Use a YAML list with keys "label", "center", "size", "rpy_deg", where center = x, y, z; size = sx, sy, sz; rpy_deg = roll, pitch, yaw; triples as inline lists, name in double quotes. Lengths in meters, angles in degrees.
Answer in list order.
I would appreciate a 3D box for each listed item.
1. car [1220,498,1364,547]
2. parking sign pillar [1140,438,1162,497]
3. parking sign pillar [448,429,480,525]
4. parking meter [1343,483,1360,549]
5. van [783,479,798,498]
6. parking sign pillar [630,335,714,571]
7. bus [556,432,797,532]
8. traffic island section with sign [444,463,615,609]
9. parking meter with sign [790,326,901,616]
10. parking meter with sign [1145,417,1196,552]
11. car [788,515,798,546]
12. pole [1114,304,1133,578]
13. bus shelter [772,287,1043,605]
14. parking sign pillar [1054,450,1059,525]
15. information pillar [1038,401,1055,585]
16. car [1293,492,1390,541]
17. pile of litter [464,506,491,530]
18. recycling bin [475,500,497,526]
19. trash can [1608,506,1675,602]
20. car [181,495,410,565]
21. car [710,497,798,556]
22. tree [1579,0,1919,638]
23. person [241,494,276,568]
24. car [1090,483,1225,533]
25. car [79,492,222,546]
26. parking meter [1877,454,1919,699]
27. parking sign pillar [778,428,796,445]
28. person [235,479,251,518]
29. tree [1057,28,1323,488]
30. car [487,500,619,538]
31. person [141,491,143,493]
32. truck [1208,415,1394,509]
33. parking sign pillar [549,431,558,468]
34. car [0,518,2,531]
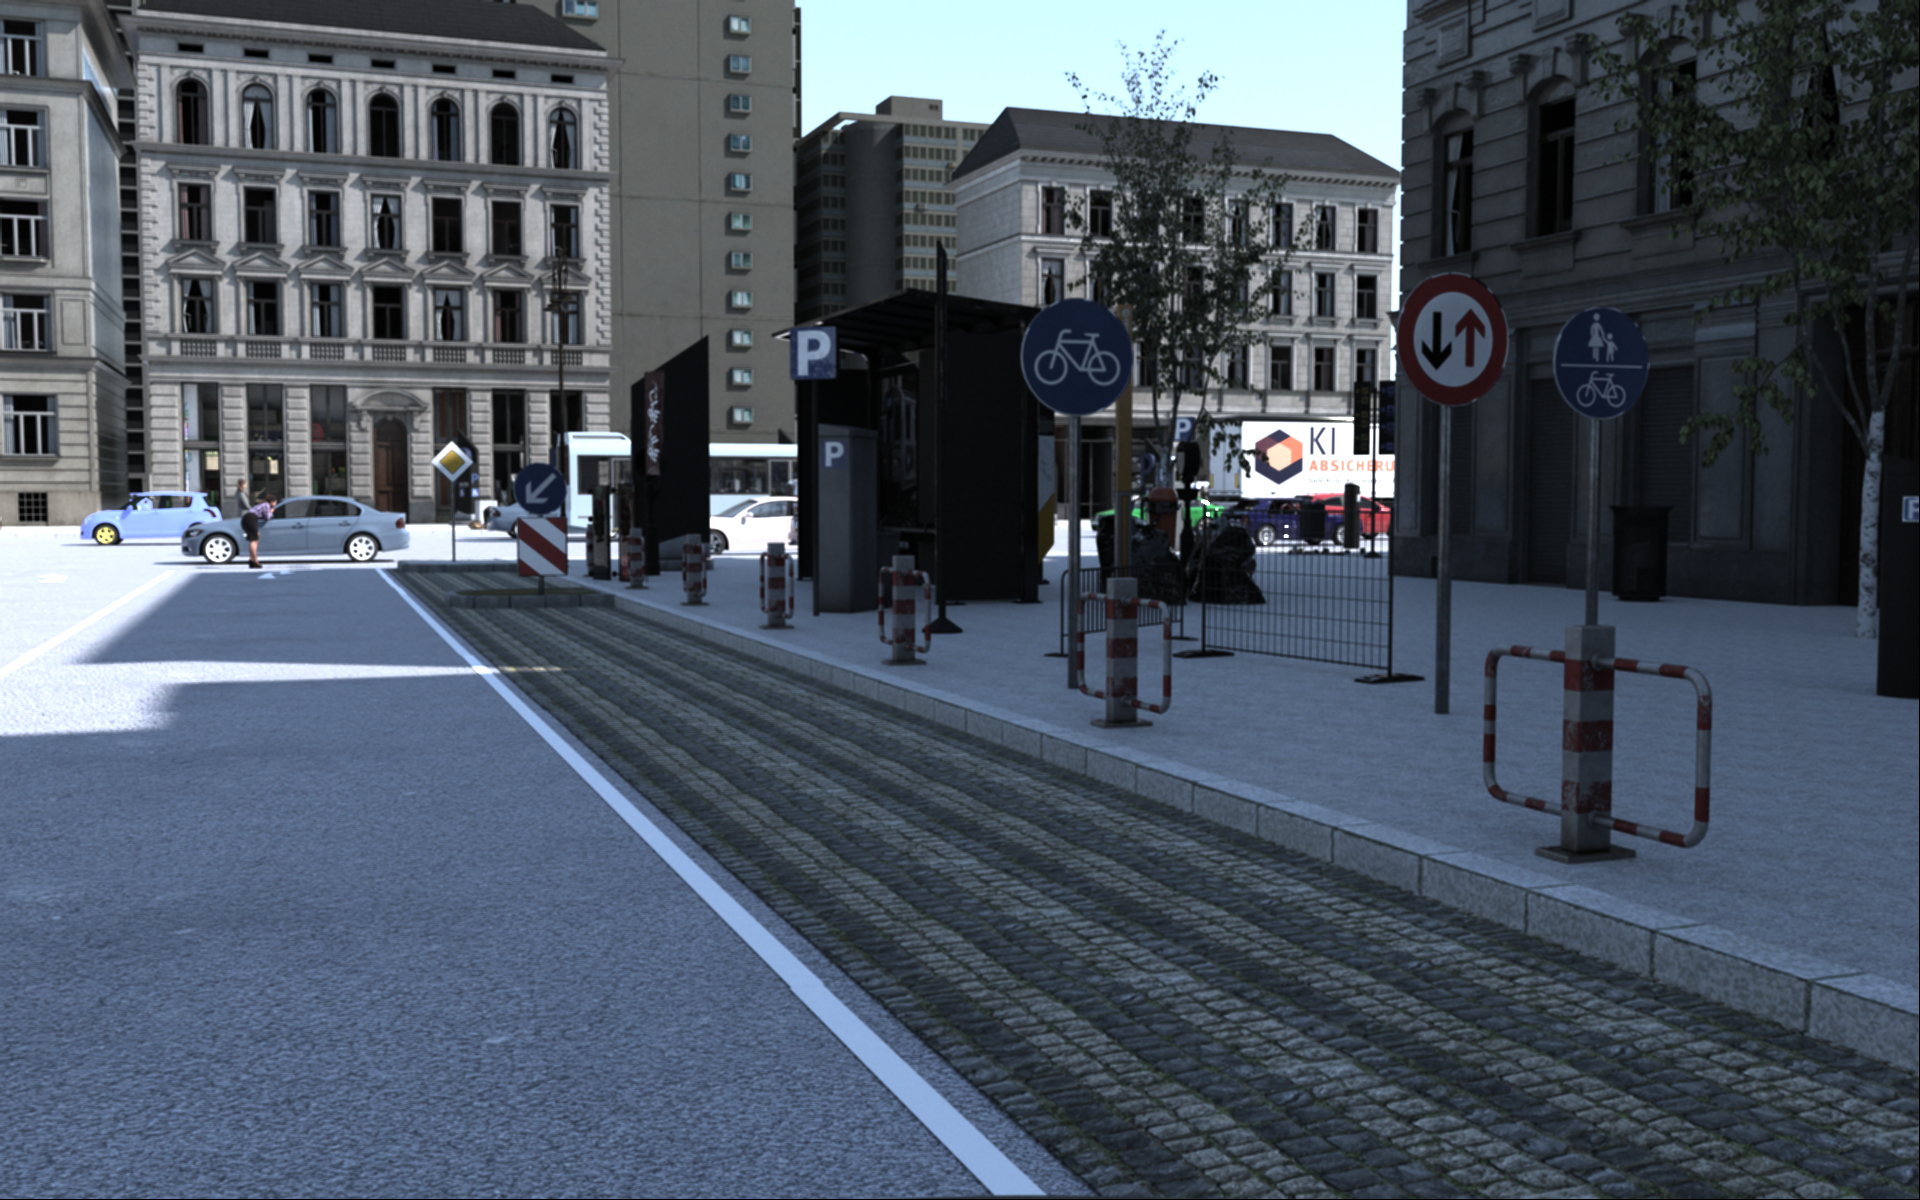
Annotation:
- label: "car"
  center: [9.243, -2.185, 48.297]
  size: [3.894, 1.354, 1.945]
  rpy_deg: [-1, 4, -21]
- label: "parking sign pillar"
  center: [9.075, -5.728, 82.132]
  size: [1.447, 3.967, 1.447]
  rpy_deg: [-2, 4, -26]
- label: "parking sign pillar"
  center: [-20.435, -5.086, 71.625]
  size: [1.447, 3.967, 1.447]
  rpy_deg: [3, 5, 41]
- label: "parking meter"
  center: [9.224, -1.978, 40.759]
  size: [0.372, 1.533, 0.369]
  rpy_deg: [0, 3, 0]
- label: "van"
  center: [-2.965, -2.564, 48.929]
  size: [4.112, 2.044, 2.013]
  rpy_deg: [-1, 4, -20]
- label: "parking sign pillar"
  center: [-4.916, -2.501, 29.361]
  size: [1.447, 3.967, 1.447]
  rpy_deg: [-1, 4, -14]
- label: "bus"
  center: [-5.813, -3.656, 54.631]
  size: [13.247, 3.499, 2.948]
  rpy_deg: [-1, 4, -22]
- label: "traffic island section with sign"
  center: [-5.646, -0.848, 22.498]
  size: [1.989, 1.847, 2.006]
  rpy_deg: [-1, 4, -21]
- label: "parking meter with sign"
  center: [-1.196, -1.385, 18.913]
  size: [0.543, 3.016, 1.738]
  rpy_deg: [1, 4, 23]
- label: "parking meter with sign"
  center: [4.648, -2.583, 38.490]
  size: [0.543, 3.016, 1.738]
  rpy_deg: [2, 4, 28]
- label: "car"
  center: [-1.820, -1.602, 38.772]
  size: [3.894, 1.354, 1.945]
  rpy_deg: [-1, 4, -19]
- label: "pole"
  center: [1.772, -1.524, 18.758]
  size: [0.158, 3.312, 0.155]
  rpy_deg: [0, 3, 0]
- label: "bus shelter"
  center: [-0.869, -1.936, 22.945]
  size: [1.731, 3.624, 6.357]
  rpy_deg: [-1, 4, -21]
- label: "parking sign pillar"
  center: [3.328, -5.053, 71.087]
  size: [1.447, 3.967, 1.447]
  rpy_deg: [-1, 4, -22]
- label: "information pillar"
  center: [1.146, -2.031, 24.557]
  size: [0.183, 3.616, 0.504]
  rpy_deg: [3, 5, 43]
- label: "car"
  center: [12.207, -2.785, 54.571]
  size: [4.494, 1.783, 2.155]
  rpy_deg: [-1, 4, -19]
- label: "pile of litter"
  center: [-17.442, -3.018, 63.309]
  size: [1.176, 0.858, 1.719]
  rpy_deg: [3, 4, 36]
- label: "recycling bin"
  center: [-18.615, -3.394, 68.047]
  size: [0.722, 1.027, 0.722]
  rpy_deg: [-2, 4, -29]
- label: "trash can"
  center: [8.167, -0.559, 20.799]
  size: [0.748, 1.137, 0.748]
  rpy_deg: [0, 3, 0]
- label: "car"
  center: [-13.894, -1.488, 36.328]
  size: [4.499, 1.417, 2.014]
  rpy_deg: [-1, 4, -20]
- label: "car"
  center: [-4.608, -1.725, 40.565]
  size: [4.827, 1.381, 2.083]
  rpy_deg: [-1, 4, -22]
- label: "tree"
  center: [8.047, -3.980, 15.440]
  size: [4.737, 8.622, 4.395]
  rpy_deg: [0, 3, 0]
- label: "person"
  center: [-13.536, -1.329, 33.461]
  size: [0.421, 1.427, 0.697]
  rpy_deg: [3, 5, 41]
- label: "car"
  center: [6.647, -3.017, 58.130]
  size: [4.718, 1.807, 1.959]
  rpy_deg: [-1, 4, -21]
- label: "car"
  center: [-22.869, -2.412, 49.024]
  size: [3.694, 1.707, 1.945]
  rpy_deg: [-1, 4, -19]
- label: "parking meter"
  center: [6.039, -0.156, 10.969]
  size: [0.372, 1.533, 0.369]
  rpy_deg: [0, 3, 0]
- label: "parking sign pillar"
  center: [-7.115, -5.248, 74.284]
  size: [1.447, 3.967, 1.447]
  rpy_deg: [-3, 5, -43]
- label: "person"
  center: [-16.792, -1.960, 40.815]
  size: [0.520, 1.790, 0.573]
  rpy_deg: [2, 4, 34]
- label: "tree"
  center: [3.426, -4.738, 27.829]
  size: [4.360, 8.622, 3.978]
  rpy_deg: [0, 3, 0]
- label: "car"
  center: [-13.028, -2.706, 56.246]
  size: [4.499, 1.417, 2.014]
  rpy_deg: [-1, 4, -22]
- label: "person"
  center: [-89.872, -11.093, 190.389]
  size: [1.217, 1.766, 0.721]
  rpy_deg: [-1, 4, -13]
- label: "truck"
  center: [14.833, -4.633, 64.670]
  size: [11.283, 4.237, 2.839]
  rpy_deg: [-1, 4, -20]
- label: "parking sign pillar"
  center: [-16.804, -5.200, 73.486]
  size: [1.447, 3.967, 1.447]
  rpy_deg: [2, 4, 27]
- label: "car"
  center: [-29.609, -2.408, 48.037]
  size: [5.304, 1.827, 2.281]
  rpy_deg: [-1, 4, -20]
